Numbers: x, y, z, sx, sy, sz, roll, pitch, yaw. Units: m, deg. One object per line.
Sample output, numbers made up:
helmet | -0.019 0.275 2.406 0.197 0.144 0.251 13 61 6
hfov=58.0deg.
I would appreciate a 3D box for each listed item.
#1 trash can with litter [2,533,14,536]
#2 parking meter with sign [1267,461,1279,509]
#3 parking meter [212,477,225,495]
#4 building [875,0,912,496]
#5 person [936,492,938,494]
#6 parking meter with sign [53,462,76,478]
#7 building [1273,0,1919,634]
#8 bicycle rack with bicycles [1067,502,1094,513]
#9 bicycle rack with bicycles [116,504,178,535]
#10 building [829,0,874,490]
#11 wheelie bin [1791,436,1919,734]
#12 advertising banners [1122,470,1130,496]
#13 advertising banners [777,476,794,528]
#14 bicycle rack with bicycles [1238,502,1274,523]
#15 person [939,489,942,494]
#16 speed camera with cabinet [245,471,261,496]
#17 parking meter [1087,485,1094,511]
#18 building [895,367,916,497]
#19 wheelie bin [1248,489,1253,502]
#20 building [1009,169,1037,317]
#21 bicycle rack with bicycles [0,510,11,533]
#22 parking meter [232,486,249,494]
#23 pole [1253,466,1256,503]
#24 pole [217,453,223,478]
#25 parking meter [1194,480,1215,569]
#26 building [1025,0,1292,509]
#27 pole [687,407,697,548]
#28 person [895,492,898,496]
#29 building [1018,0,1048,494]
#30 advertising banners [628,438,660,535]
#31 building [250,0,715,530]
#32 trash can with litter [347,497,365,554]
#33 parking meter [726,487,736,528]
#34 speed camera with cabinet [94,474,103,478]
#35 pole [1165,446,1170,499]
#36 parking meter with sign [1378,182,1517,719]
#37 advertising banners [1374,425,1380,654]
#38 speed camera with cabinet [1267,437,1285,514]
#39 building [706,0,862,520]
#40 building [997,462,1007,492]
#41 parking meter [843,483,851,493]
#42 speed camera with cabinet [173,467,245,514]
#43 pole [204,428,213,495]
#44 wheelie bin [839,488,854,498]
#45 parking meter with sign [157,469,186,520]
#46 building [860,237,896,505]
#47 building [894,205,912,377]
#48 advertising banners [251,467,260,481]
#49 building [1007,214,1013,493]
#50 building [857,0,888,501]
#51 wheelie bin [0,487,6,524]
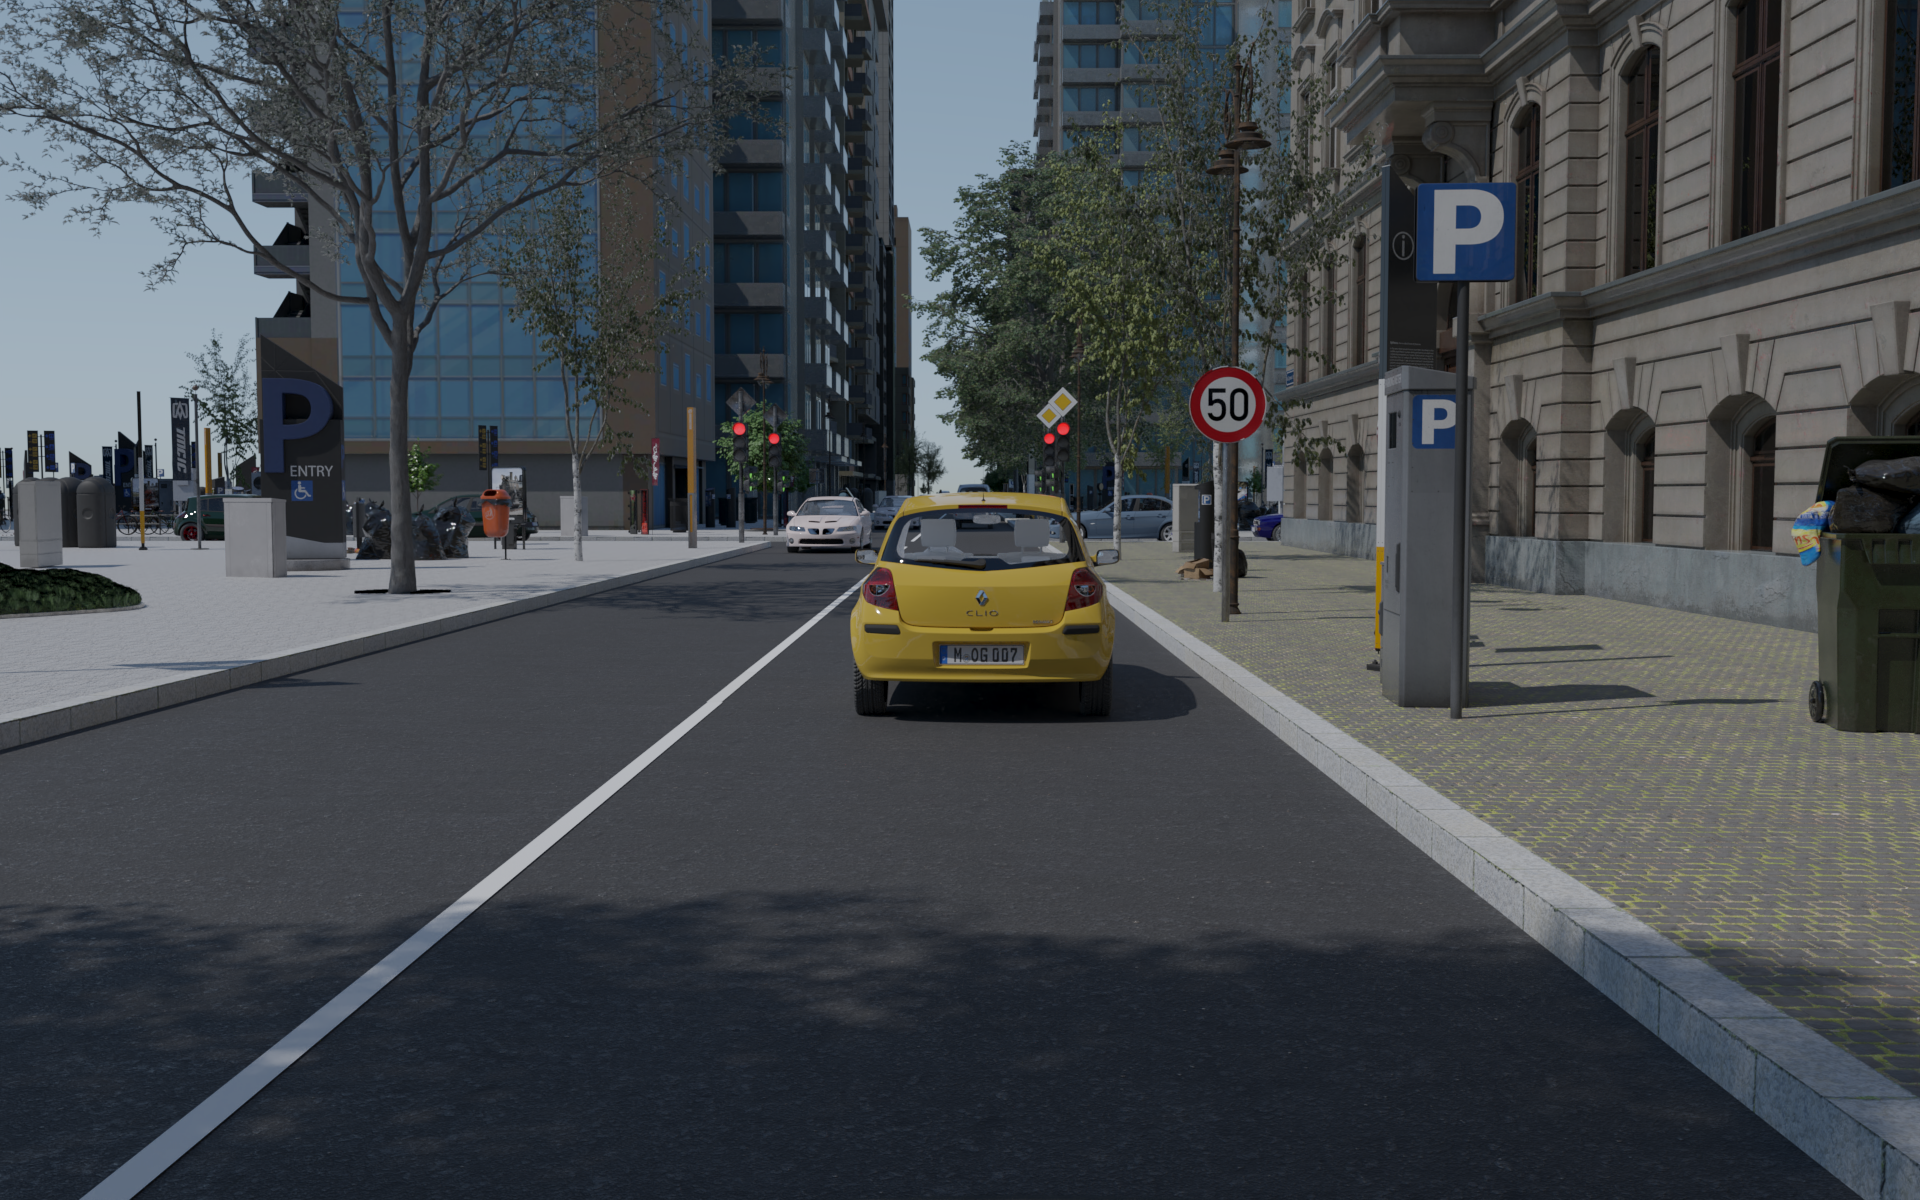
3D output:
trash can with litter | -28.617 -2.635 54.136 2.233 1.210 1.678 -1 4 -21
parking meter with sign | 16.785 -5.914 92.961 0.543 3.016 1.738 1 4 21
parking meter | -24.763 -3.188 57.831 0.255 1.863 0.399 3 5 42
building | -16.725 -48.060 224.031 20.563 71.187 20.611 0 4 0
person | -3.114 -14.208 241.516 0.721 1.736 1.217 2 4 33
parking meter with sign | -49.037 -6.021 94.708 1.738 3.016 0.543 2 4 30
building | 13.098 -12.640 25.743 14.460 24.649 34.723 0 4 0
bicycle rack with bicycles | 4.819 -3.829 75.993 2.925 0.926 2.852 0 4 -2
bicycle rack with bicycles | -25.802 -2.544 54.968 2.925 0.926 2.852 0 4 -1
building | -18.671 -29.905 143.574 22.147 44.769 28.867 0 4 0
wheelie bin | 5.091 -0.094 9.442 0.980 1.594 0.693 1 4 14
advertising banners | 11.866 -7.816 123.982 0.090 3.025 2.074 -1 4 -9
advertising banners | -6.653 -4.273 66.058 0.090 3.025 2.074 -2 4 -25
bicycle rack with bicycles | 13.116 -3.837 76.124 2.852 0.926 2.925 1 4 22
person | -1.610 -8.214 142.827 0.705 1.821 1.348 2 4 29
speed camera with cabinet | -29.087 -4.653 70.404 2.038 3.252 0.660 0 4 -7
parking meter | 8.751 -6.767 116.351 0.399 1.863 0.255 -1 4 -19
building | -20.724 -24.807 250.625 27.650 21.520 28.899 0 4 0
wheelie bin | 17.128 -5.885 104.125 0.980 1.594 0.693 -3 4 -38
building | 17.471 -35.134 229.071 22.147 44.769 28.867 0 4 0
bicycle rack with bicycles | -31.100 -2.682 57.237 2.852 0.926 2.925 0 4 -7
parking meter | -23.738 -2.970 56.979 0.372 1.533 0.369 0 3 0
pole | 21.265 -8.031 125.142 0.158 3.312 0.155 0 3 0
pole | -36.321 -5.579 85.066 0.158 3.312 0.155 0 3 0
parking meter | 4.079 -1.245 28.772 0.372 1.533 0.369 0 3 0
building | 17.914 -32.800 155.881 23.786 49.044 30.456 0 4 0
pole | -6.320 -2.875 40.856 0.158 3.312 0.155 0 3 0
person | -7.715 -12.123 207.438 1.217 1.736 0.721 0 4 1
building | 17.441 -53.379 185.411 22.319 86.520 31.000 0 4 0
advertising banners | -9.950 -3.570 54.560 0.090 3.025 2.074 -3 4 -38
building | -17.521 -25.473 66.598 14.600 45.320 14.200 0 4 0
trash can with litter | -13.041 -1.650 38.042 1.678 1.210 2.233 -1 4 -13
parking meter | -8.752 -3.531 66.147 0.372 1.533 0.369 0 3 0
speed camera with cabinet | -39.948 -5.339 81.624 0.660 3.252 2.038 0 4 7
pole | 8.855 -4.904 74.031 0.158 3.312 0.155 0 3 0
parking meter with sign | 2.896 -0.879 10.635 0.543 3.016 1.738 0 4 4
advertising banners | 3.480 -1.108 14.305 0.090 3.025 2.074 1 4 14
speed camera with cabinet | 10.586 -3.785 56.226 0.660 3.252 2.038 2 4 31
building | -18.085 -29.284 98.399 23.786 49.044 30.456 0 4 0
building | 12.944 -31.157 281.121 14.160 30.474 14.107 0 4 0
parking meter | -5.951 -5.221 91.070 0.399 1.863 0.255 1 4 22
speed camera with cabinet | -25.536 -3.939 58.743 2.038 3.252 0.660 0 4 -6
pole | -23.100 -3.633 53.246 0.158 3.312 0.155 0 3 0
wheelie bin | -5.736 -4.868 87.493 0.693 1.594 0.980 0 4 2
parking meter with sign | -39.162 -5.459 85.512 1.738 3.016 0.543 0 4 -7
building | -14.555 -25.773 193.092 14.160 30.474 14.107 0 4 0
building | -14.690 -37.998 271.371 14.600 45.320 14.200 0 4 0
advertising banners | -45.705 -6.986 110.416 2.074 3.025 0.090 -1 4 -18
building | 13.746 -34.688 250.748 14.154 41.232 14.086 0 4 0
building | -21.960 -35.611 171.480 28.713 52.752 27.495 0 4 0
wheelie bin | -40.146 -3.920 71.992 0.693 1.594 0.980 2 4 32
